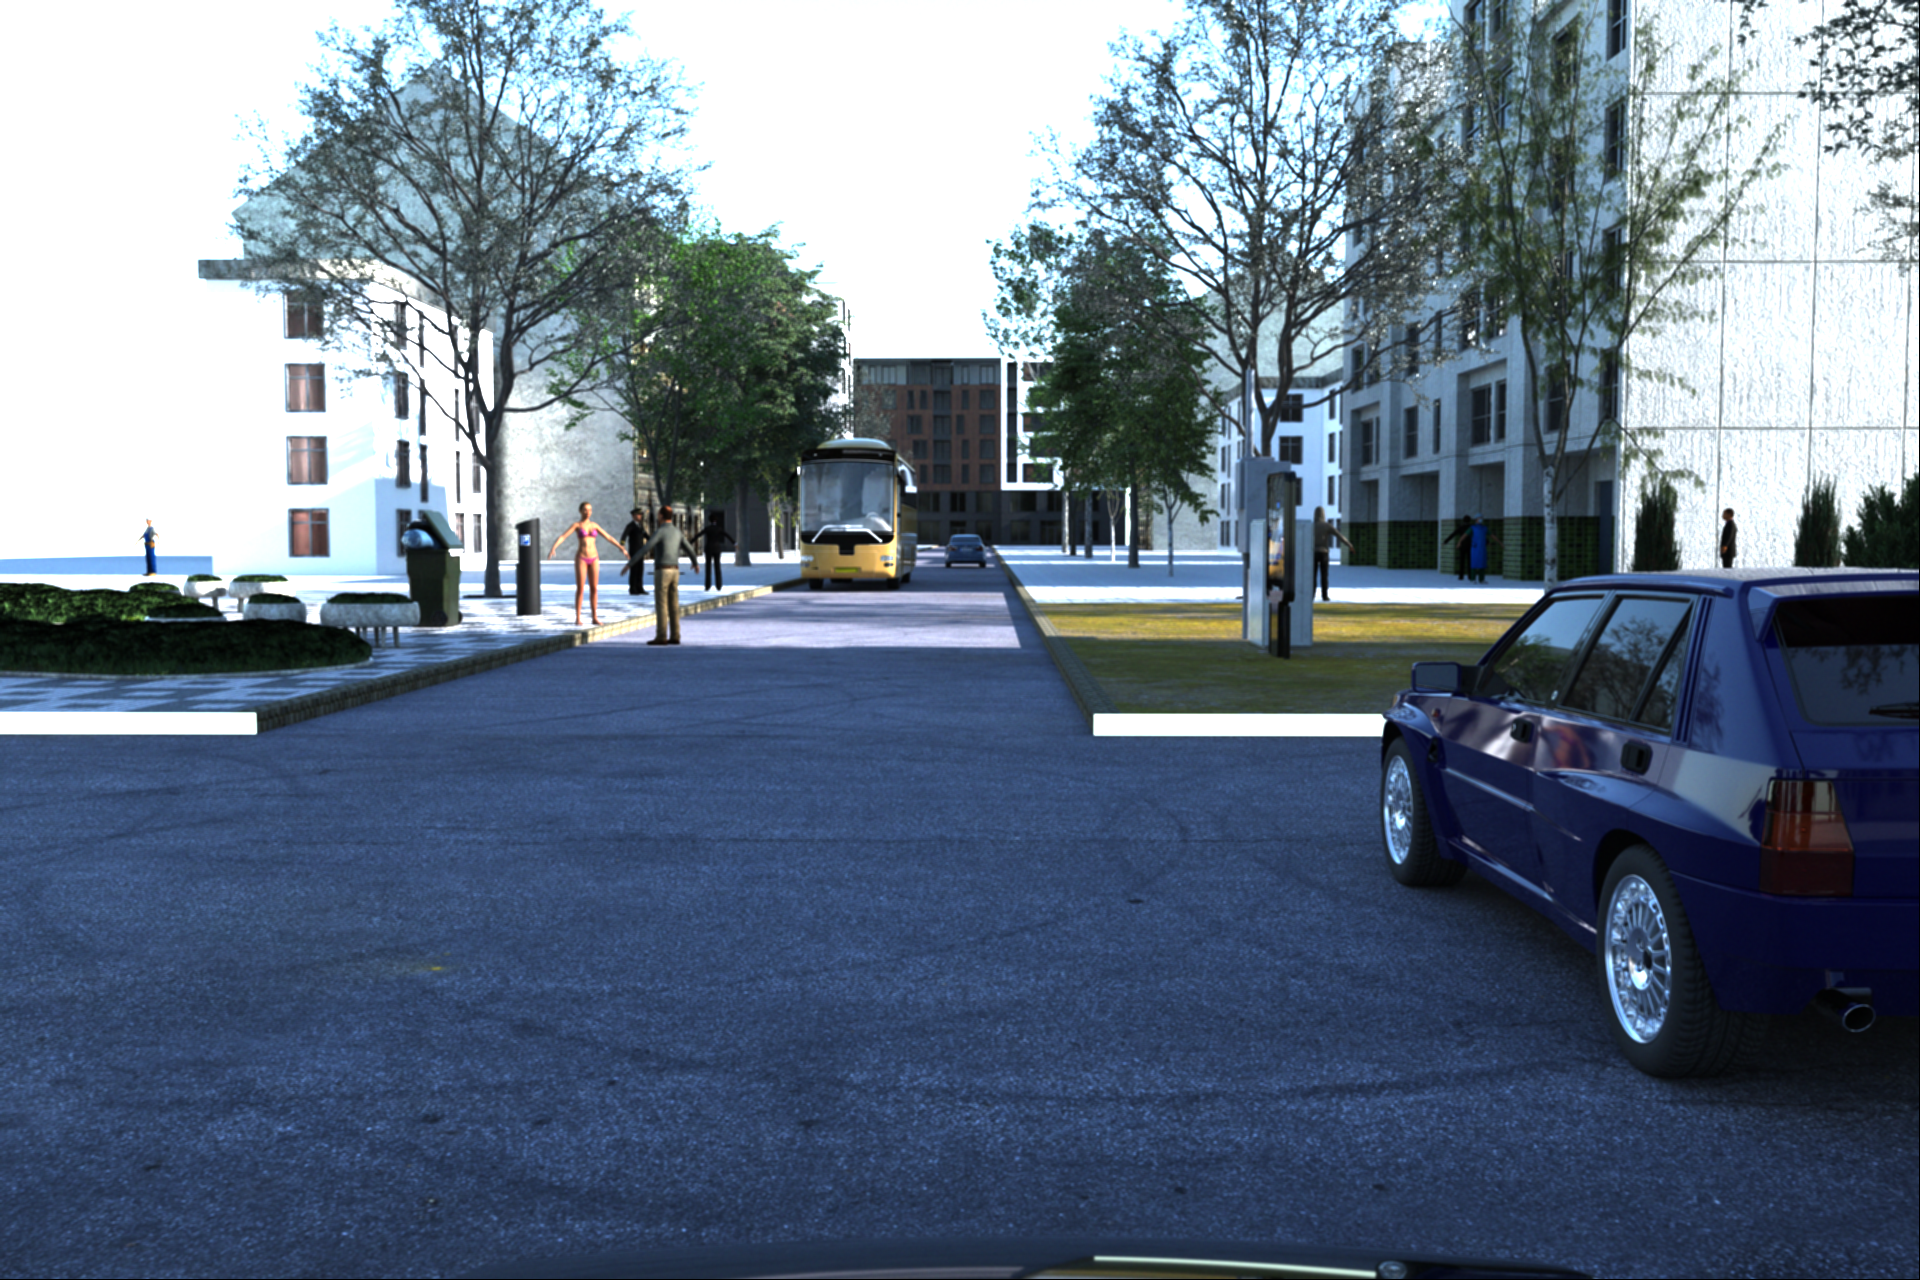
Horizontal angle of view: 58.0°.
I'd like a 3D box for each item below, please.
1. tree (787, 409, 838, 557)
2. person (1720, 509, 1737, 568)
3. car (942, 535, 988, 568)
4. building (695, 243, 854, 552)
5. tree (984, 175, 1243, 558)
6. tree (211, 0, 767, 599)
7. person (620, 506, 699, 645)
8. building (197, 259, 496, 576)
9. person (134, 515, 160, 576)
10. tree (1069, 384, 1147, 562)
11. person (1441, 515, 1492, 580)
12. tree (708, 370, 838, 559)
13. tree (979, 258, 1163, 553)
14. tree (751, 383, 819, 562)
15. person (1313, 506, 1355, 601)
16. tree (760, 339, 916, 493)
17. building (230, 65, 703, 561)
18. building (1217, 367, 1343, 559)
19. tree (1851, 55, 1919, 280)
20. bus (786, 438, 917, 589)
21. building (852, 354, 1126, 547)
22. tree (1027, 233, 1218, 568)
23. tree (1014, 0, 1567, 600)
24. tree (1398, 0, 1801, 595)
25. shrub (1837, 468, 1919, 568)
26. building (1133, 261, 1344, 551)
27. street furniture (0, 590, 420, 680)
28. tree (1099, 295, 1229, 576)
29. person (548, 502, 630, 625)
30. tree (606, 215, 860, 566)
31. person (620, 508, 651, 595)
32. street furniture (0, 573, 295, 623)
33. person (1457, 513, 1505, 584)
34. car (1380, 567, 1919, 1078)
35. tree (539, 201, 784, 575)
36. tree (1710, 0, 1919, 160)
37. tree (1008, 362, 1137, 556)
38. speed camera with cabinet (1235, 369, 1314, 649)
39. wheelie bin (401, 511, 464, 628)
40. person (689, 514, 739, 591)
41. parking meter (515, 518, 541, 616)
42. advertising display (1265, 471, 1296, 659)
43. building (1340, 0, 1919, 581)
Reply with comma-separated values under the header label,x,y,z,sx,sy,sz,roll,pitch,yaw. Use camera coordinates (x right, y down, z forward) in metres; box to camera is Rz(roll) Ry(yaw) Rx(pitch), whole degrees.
label,x,y,z,sx,sy,sz,roll,pitch,yaw
tree,-8.808,-8.875,95.461,4.737,8.622,4.395,0,3,0
person,15.672,-1.785,35.414,0.704,1.802,1.346,1,4,23
car,0.230,-3.856,75.048,2.014,1.417,4.499,0,4,-1
building,-23.675,-18.011,138.453,27.936,21.610,32.646,0,4,1
tree,7.943,-14.349,90.499,12.611,20.169,13.585,0,3,0
tree,-9.423,-7.580,34.309,12.009,13.543,11.850,0,3,0
person,-3.819,-0.837,22.409,0.705,1.796,1.348,3,4,36
building,-22.452,-7.638,67.033,9.099,9.664,28.070,0,4,0
person,-24.593,-2.855,52.536,1.347,1.847,0.705,2,4,35
tree,7.146,-7.951,80.365,4.360,8.622,3.978,0,3,0
person,14.167,-2.585,48.448,1.347,1.806,0.705,1,4,16
tree,-9.363,-9.353,87.338,7.601,10.594,8.767,0,4,3
tree,8.364,-15.821,114.564,12.611,20.169,13.585,0,3,0
tree,-8.487,-7.953,80.388,4.737,8.622,4.395,0,3,0
person,6.907,-1.662,33.303,1.348,1.813,0.705,1,4,14
tree,-8.367,-12.144,108.927,12.009,13.543,11.850,0,3,0
building,-24.323,-15.873,90.453,19.493,23.208,18.063,0,4,1
building,20.036,-9.202,92.600,9.099,9.664,28.070,0,4,1
tree,19.617,-7.153,27.327,12.009,13.543,11.850,0,3,0
bus,-2.689,-3.463,48.161,2.896,3.916,12.252,0,4,1
building,2.898,-22.198,209.368,32.646,21.610,27.936,0,4,2
tree,6.243,-9.018,65.579,7.486,12.596,7.792,0,3,0
tree,5.946,-7.541,33.660,12.009,13.543,11.850,0,3,0
tree,6.884,-4.268,20.151,4.360,8.622,3.978,0,3,0
shrub,11.324,-1.015,20.633,1.661,2.075,1.752,0,3,0
building,23.967,-18.938,140.564,19.493,23.208,18.063,0,4,1
street furniture,-10.689,-0.141,17.931,10.072,0.657,5.734,0,4,6
tree,6.312,-6.222,52.085,4.737,8.622,4.395,0,3,0
person,-5.231,-1.076,24.389,1.217,1.733,0.721,-2,4,-35
tree,-8.795,-9.916,68.788,9.857,13.997,8.962,0,3,0
person,-6.818,-1.878,36.646,0.705,1.837,1.347,2,4,26
street furniture,-15.701,-0.740,27.719,10.072,0.657,5.734,1,4,22
person,13.427,-2.364,44.784,1.347,1.817,0.704,-1,4,-13
car,2.644,0.408,5.910,1.945,1.354,3.894,0,4,0
tree,-9.426,-7.893,54.804,9.928,11.665,9.643,0,3,0
tree,8.643,-6.129,10.583,12.009,13.543,11.850,0,3,0
tree,6.716,-10.818,102.625,9.928,11.665,9.643,0,3,0
speed camera with cabinet,3.670,-1.584,20.229,0.660,3.252,2.038,0,4,0
wheelie bin,-7.292,-0.980,23.936,0.693,1.594,0.980,0,4,3
person,-5.599,-1.983,39.147,1.216,1.740,0.721,-1,4,-18
parking meter,-6.810,-1.156,27.308,0.372,1.533,0.369,0,3,0
advertising display,3.350,-0.789,18.121,0.123,1.923,0.974,0,4,-1
building,23.863,-11.543,55.191,16.747,18.905,31.486,0,4,1
